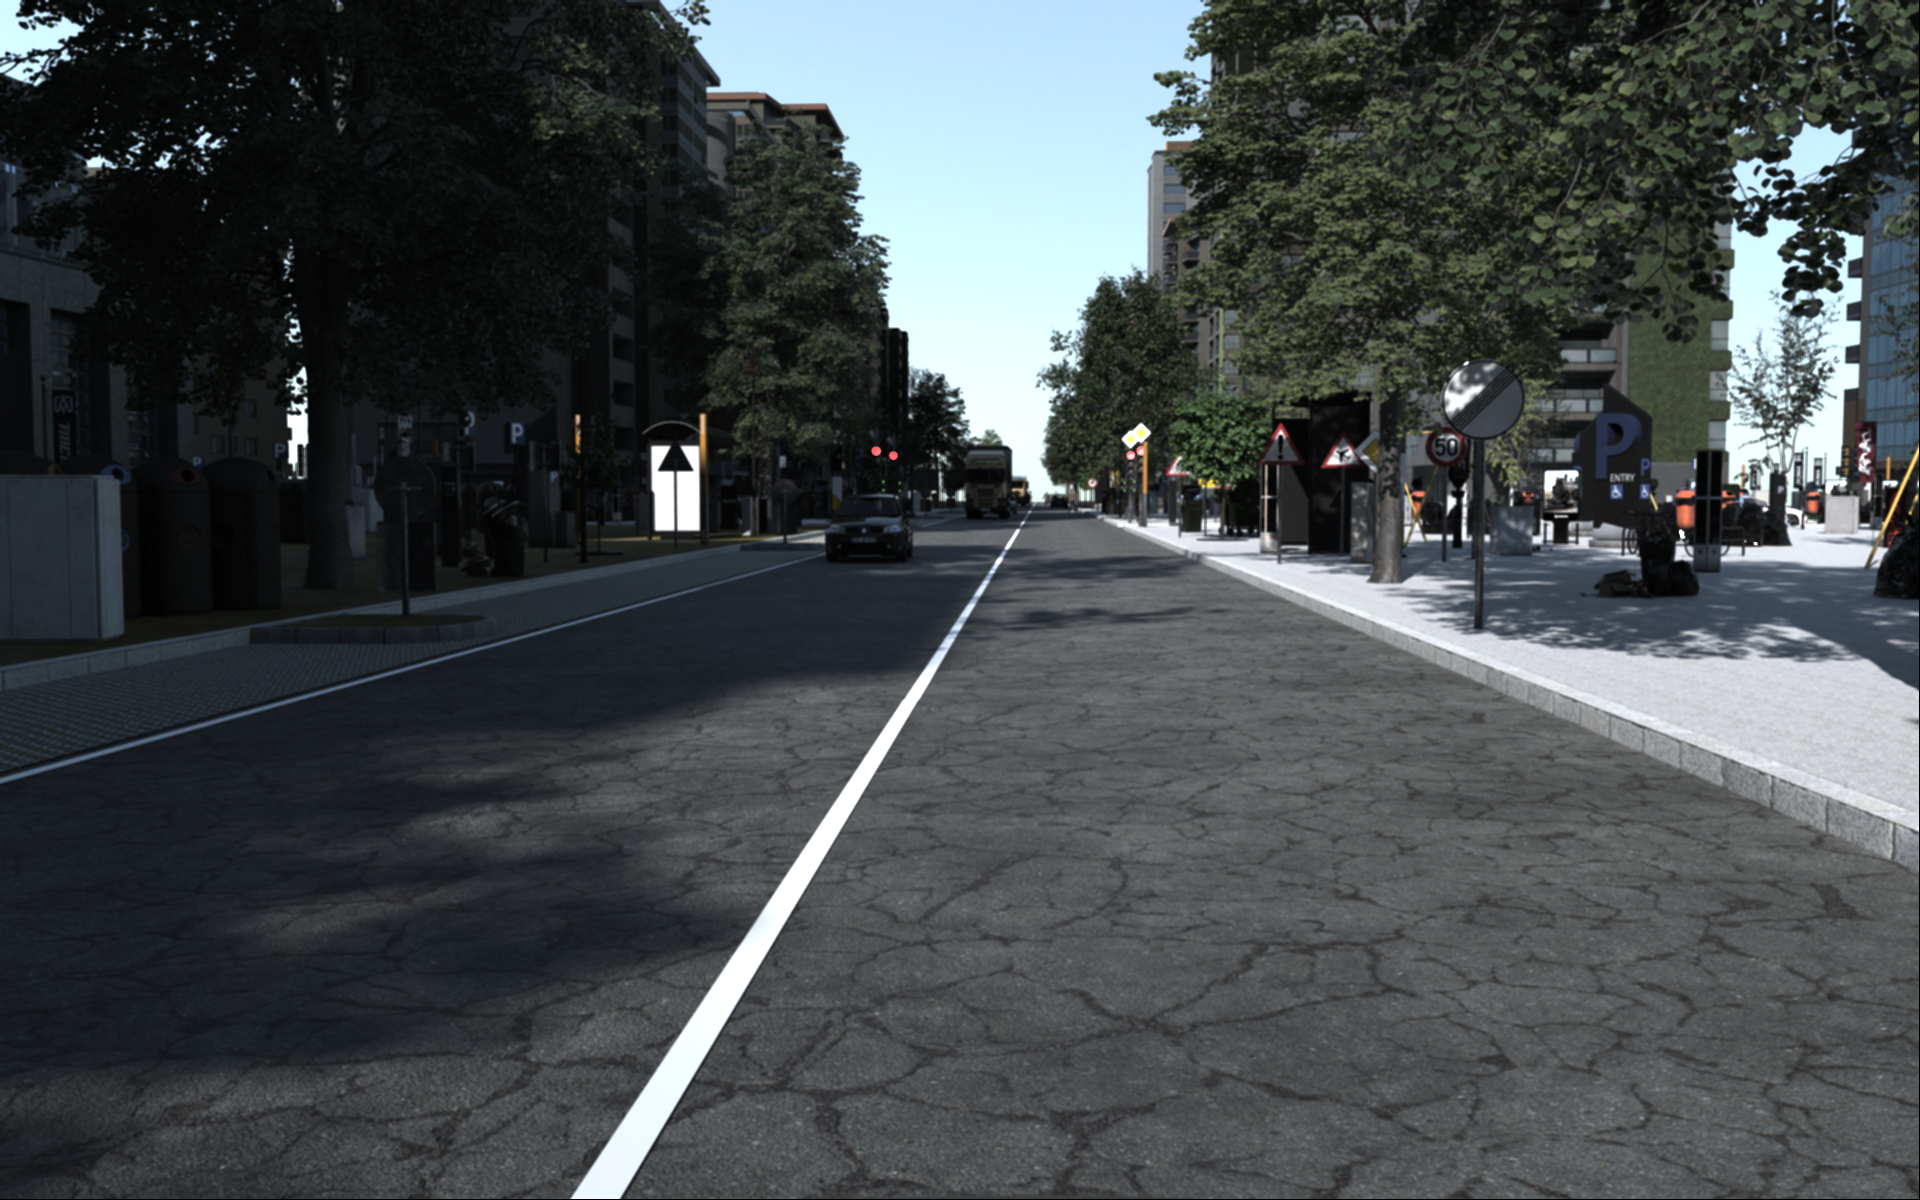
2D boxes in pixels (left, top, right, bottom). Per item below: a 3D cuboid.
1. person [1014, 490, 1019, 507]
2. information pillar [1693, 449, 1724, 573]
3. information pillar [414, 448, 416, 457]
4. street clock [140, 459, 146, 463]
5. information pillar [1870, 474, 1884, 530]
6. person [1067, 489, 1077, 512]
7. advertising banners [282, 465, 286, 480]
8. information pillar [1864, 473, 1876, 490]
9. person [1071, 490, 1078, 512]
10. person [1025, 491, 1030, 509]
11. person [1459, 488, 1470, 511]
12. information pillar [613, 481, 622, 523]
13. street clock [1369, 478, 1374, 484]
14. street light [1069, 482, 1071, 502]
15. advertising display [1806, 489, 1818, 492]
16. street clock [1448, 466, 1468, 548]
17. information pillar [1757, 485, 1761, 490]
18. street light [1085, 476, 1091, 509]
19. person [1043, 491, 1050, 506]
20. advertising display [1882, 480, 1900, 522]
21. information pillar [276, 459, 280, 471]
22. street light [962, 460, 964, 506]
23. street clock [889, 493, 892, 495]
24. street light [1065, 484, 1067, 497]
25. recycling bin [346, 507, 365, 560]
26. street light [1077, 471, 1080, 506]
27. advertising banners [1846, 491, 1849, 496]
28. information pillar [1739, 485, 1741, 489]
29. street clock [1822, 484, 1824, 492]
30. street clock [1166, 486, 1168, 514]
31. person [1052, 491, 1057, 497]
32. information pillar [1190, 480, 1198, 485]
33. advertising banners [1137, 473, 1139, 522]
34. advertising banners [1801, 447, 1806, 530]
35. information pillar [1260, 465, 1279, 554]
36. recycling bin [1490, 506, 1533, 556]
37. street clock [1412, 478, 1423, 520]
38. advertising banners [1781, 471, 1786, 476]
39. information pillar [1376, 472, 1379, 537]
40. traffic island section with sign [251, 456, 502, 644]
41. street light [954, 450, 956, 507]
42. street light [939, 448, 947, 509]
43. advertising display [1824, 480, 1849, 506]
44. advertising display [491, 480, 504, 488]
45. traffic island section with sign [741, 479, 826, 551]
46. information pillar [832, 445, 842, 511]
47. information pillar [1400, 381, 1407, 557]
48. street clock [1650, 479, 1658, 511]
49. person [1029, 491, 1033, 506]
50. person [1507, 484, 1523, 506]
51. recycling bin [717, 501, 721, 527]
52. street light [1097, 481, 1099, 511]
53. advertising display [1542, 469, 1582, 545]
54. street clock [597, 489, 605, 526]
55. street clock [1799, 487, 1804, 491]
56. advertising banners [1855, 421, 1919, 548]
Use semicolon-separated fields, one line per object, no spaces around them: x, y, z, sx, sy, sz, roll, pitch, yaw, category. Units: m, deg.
6.242;-11.076;189.455;0.599;1.838;0.709;2;4;32;person
12.277;-1.463;28.417;0.304;2.012;0.304;-1;4;-22;information pillar
-27.671;-5.905;87.894;0.183;3.616;0.504;0;4;-1;information pillar
-16.571;-1.894;35.536;0.358;2.002;0.471;2;4;24;street clock
32.950;-3.533;62.258;0.304;2.012;0.304;0;4;5;information pillar
9.101;-8.052;140.063;0.836;1.842;0.656;2;4;32;person
-40.115;-6.570;103.610;0.090;3.025;2.074;0;4;0;advertising banners
42.992;-5.535;81.859;0.183;3.616;0.504;-3;4;-36;information pillar
9.349;-8.106;141.615;0.643;1.750;0.593;0;4;-1;person
6.685;-9.920;171.226;0.617;1.759;0.750;0;4;-4;person
20.993;-3.872;72.234;0.576;1.772;0.534;2;4;29;person
-15.368;-4.470;77.582;0.304;2.012;0.304;1;4;10;information pillar
18.466;-4.511;78.330;0.471;2.002;0.358;1;4;15;street clock
15.430;-16.107;236.129;0.468;5.910;1.993;0;4;3;street light
71.904;-8.632;146.340;0.974;1.923;0.123;2;4;35;advertising display
11.855;-2.242;41.235;0.471;2.002;0.358;0;4;6;street clock
64.936;-8.337;140.800;0.304;2.012;0.304;2;4;24;information pillar
12.417;-12.136;171.213;0.468;5.910;1.993;0;4;3;street light
10.474;-12.260;209.500;0.990;1.755;0.434;1;4;19;person
42.256;-4.507;78.911;0.123;1.923;0.974;-3;4;-38;advertising display
-39.840;-6.728;101.354;0.183;3.616;0.504;0;4;5;information pillar
0.347;-13.333;190.782;0.468;5.910;1.993;0;4;3;street light
-4.371;-6.381;108.892;0.358;2.002;0.471;0;4;-7;street clock
17.930;-19.467;291.080;0.468;5.910;1.993;0;4;3;street light
-12.190;-1.315;34.048;0.722;1.027;0.722;3;5;44;recycling bin
14.125;-14.410;208.392;0.468;5.910;1.993;0;4;3;street light
32.788;-4.102;63.257;2.074;3.025;0.090;-3;5;-45;advertising banners
65.792;-8.684;146.468;0.304;2.012;0.304;0;4;3;information pillar
62.755;-7.410;125.722;0.471;2.002;0.358;-2;4;-35;street clock
13.499;-6.570;111.989;0.358;2.002;0.471;2;4;35;street clock
12.653;-13.442;228.351;1.350;1.814;0.705;0;4;-8;person
12.513;-5.396;92.709;0.304;2.012;0.304;-3;5;-44;information pillar
8.161;-5.094;79.478;0.090;3.025;2.074;0;4;6;advertising banners
30.850;-4.109;63.372;0.090;3.025;2.074;2;4;23;advertising banners
6.683;-2.013;37.410;0.304;2.012;0.304;-1;4;-11;information pillar
11.589;-1.460;36.417;0.722;1.027;0.722;0;4;3;recycling bin
21.020;-4.593;79.661;0.471;2.002;0.358;2;4;27;street clock
61.766;-8.265;131.322;2.074;3.025;0.090;-1;4;-13;advertising banners
11.726;-2.661;47.992;0.304;2.012;0.304;0;4;4;information pillar
-5.738;-0.536;17.395;1.989;1.847;2.006;0;4;3;traffic island section with sign
-0.502;-12.213;172.466;0.468;5.910;1.993;0;4;3;street light
-1.442;-11.087;154.051;0.468;5.910;1.993;0;4;3;street light
40.046;-4.523;79.158;0.974;1.923;0.123;3;5;44;advertising display
-21.608;-4.632;80.948;0.123;1.923;0.974;1;4;17;advertising display
-4.483;-2.183;44.321;1.989;1.847;2.006;0;4;3;traffic island section with sign
-5.808;-5.550;82.101;0.504;3.616;0.183;0;4;-3;information pillar
8.781;-2.667;34.966;0.504;3.616;0.183;-1;4;-22;information pillar
32.541;-4.699;81.396;0.471;2.002;0.358;-2;4;-25;street clock
8.741;-12.622;214.863;0.705;1.824;1.348;-1;4;-18;person
23.024;-3.887;71.823;0.659;1.850;0.755;1;4;14;person
-9.132;-3.377;67.774;0.722;1.027;0.722;0;3;0;recycling bin
10.585;-9.783;132.743;0.468;5.910;1.993;0;4;3;street light
15.385;-2.390;44.294;0.974;1.923;0.123;3;5;43;advertising display
-14.536;-4.017;70.241;0.358;2.002;0.471;-2;4;-24;street clock
71.985;-8.789;148.265;0.358;2.002;0.471;0;4;2;street clock
22.315;-2.755;41.227;0.090;3.025;2.074;-3;5;-39;advertising banners
